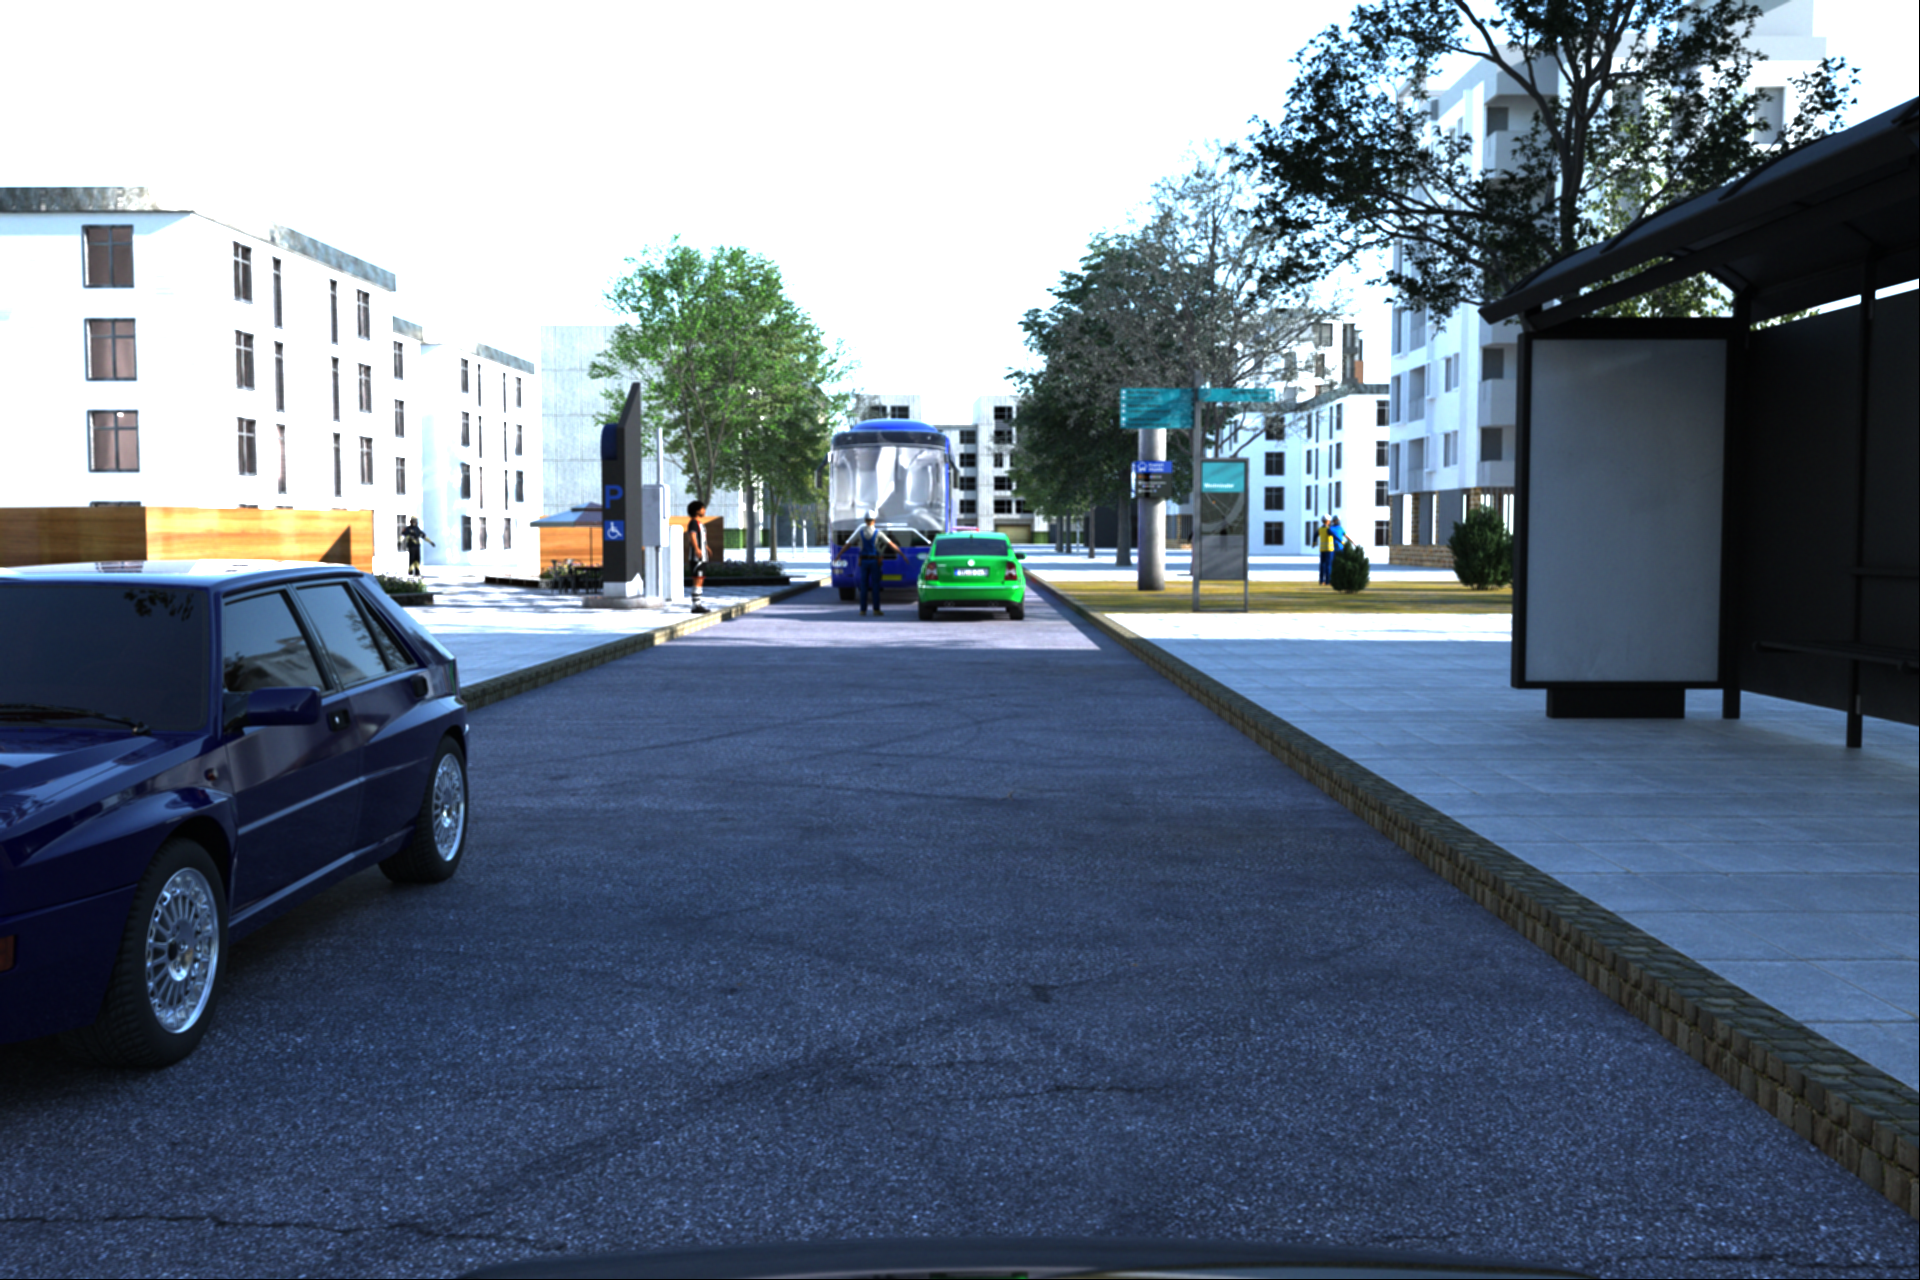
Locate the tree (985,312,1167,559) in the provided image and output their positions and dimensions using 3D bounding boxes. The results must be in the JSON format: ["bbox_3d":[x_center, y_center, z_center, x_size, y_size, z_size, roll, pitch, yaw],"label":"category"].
[{"bbox_3d":[6.923,-10.983,89.939,12.009,13.543,11.850,0,3,0],"label":"tree"}]

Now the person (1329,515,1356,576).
[{"bbox_3d":[10.590,-2.602,48.667,1.347,1.817,0.704,-2,4,-32],"label":"person"}]

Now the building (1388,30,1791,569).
[{"bbox_3d":[23.137,-13.149,71.410,16.016,20.090,11.380,0,4,0],"label":"building"}]

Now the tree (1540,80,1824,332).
[{"bbox_3d":[11.729,-4.767,28.311,4.737,8.622,4.395,0,3,0],"label":"tree"}]

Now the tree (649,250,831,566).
[{"bbox_3d":[-8.873,-9.271,69.705,7.486,12.596,7.792,0,3,0],"label":"tree"}]

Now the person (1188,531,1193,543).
[{"bbox_3d":[9.223,-3.707,66.542,0.705,1.837,1.347,-3,5,-42],"label":"person"}]

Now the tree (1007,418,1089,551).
[{"bbox_3d":[7.420,-13.046,131.431,7.486,12.596,7.792,0,3,0],"label":"tree"}]

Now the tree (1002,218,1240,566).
[{"bbox_3d":[6.476,-9.941,69.194,9.857,13.997,8.962,0,3,0],"label":"tree"}]

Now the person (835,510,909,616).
[{"bbox_3d":[-1.574,-1.356,30.490,1.347,1.847,0.705,1,4,10],"label":"person"}]

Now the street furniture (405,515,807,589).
[{"bbox_3d":[-7.607,-2.266,43.898,11.010,1.723,9.812,-2,4,-30],"label":"street furniture"}]

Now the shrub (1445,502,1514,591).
[{"bbox_3d":[11.956,-2.146,39.500,1.690,2.028,1.600,0,3,0],"label":"shrub"}]

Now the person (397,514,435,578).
[{"bbox_3d":[-15.937,-2.741,50.602,0.705,1.856,1.354,2,4,32],"label":"person"}]

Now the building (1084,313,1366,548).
[{"bbox_3d":[26.423,-20.353,176.739,27.936,21.610,32.646,0,4,0],"label":"building"}]

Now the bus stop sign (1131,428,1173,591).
[{"bbox_3d":[4.342,-3.070,39.218,0.837,3.901,0.837,0,4,-1],"label":"bus stop sign"}]

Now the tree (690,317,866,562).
[{"bbox_3d":[-8.608,-9.499,81.071,9.928,11.665,9.643,0,3,0],"label":"tree"}]

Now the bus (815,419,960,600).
[{"bbox_3d":[-1.408,-3.005,40.685,2.896,3.916,12.251,0,4,0],"label":"bus"}]

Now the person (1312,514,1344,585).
[{"bbox_3d":[9.233,-2.260,43.413,0.721,1.772,1.216,-2,4,-30],"label":"person"}]

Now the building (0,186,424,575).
[{"bbox_3d":[-22.694,-6.966,56.046,9.099,9.664,28.070,0,4,1],"label":"building"}]

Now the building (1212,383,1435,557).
[{"bbox_3d":[22.433,-10.300,110.551,9.099,9.664,28.070,0,4,0],"label":"building"}]

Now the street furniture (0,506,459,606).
[{"bbox_3d":[-13.716,-1.358,29.053,11.010,1.723,9.812,2,4,24],"label":"street furniture"}]

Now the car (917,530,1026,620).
[{"bbox_3d":[0.201,-1.314,30.286,1.959,1.807,4.718,0,4,0],"label":"car"}]

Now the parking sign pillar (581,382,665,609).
[{"bbox_3d":[-5.888,-2.552,30.190,1.447,3.967,1.447,0,4,2],"label":"parking sign pillar"}]

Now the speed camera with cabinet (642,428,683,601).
[{"bbox_3d":[-5.769,-2.367,33.033,0.660,3.252,2.038,0,4,2],"label":"speed camera with cabinet"}]

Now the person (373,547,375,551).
[{"bbox_3d":[-13.503,-1.944,38.014,1.346,1.802,0.704,0,4,-1],"label":"person"}]

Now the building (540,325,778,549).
[{"bbox_3d":[-27.116,-18.092,162.260,16.747,18.905,31.486,0,4,0],"label":"building"}]

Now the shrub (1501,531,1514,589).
[{"bbox_3d":[11.036,-1.725,32.624,1.690,2.028,1.600,0,3,0],"label":"shrub"}]

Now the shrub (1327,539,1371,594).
[{"bbox_3d":[8.406,-1.606,37.383,1.383,1.207,1.383,0,3,0],"label":"shrub"}]

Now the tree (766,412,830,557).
[{"bbox_3d":[-8.555,-8.967,96.973,4.360,8.622,3.978,0,3,0],"label":"tree"}]

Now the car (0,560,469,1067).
[{"bbox_3d":[-2.958,0.410,5.876,1.945,1.354,3.894,0,4,0],"label":"car"}]

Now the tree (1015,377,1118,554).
[{"bbox_3d":[7.406,-11.929,113.166,7.486,12.596,7.792,0,3,0],"label":"tree"}]

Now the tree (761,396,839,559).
[{"bbox_3d":[-8.395,-8.521,89.684,4.737,8.622,4.395,0,3,0],"label":"tree"}]

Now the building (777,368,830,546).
[{"bbox_3d":[-24.260,-21.923,189.376,19.493,23.208,18.063,0,4,0],"label":"building"}]

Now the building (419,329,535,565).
[{"bbox_3d":[-25.358,-8.741,85.060,9.099,9.664,28.070,0,4,1],"label":"building"}]

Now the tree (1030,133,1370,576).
[{"bbox_3d":[7.385,-8.708,52.745,12.009,13.543,11.850,0,3,0],"label":"tree"}]

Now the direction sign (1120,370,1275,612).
[{"bbox_3d":[3.881,-2.386,27.768,2.525,3.948,1.411,0,4,-1],"label":"direction sign"}]

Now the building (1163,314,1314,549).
[{"bbox_3d":[23.270,-18.353,156.487,16.016,20.090,11.380,0,4,0],"label":"building"}]

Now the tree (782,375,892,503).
[{"bbox_3d":[-8.445,-13.599,132.716,12.009,13.543,11.850,0,3,0],"label":"tree"}]

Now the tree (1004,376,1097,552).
[{"bbox_3d":[7.026,-12.507,122.616,7.486,12.596,7.792,0,3,0],"label":"tree"}]

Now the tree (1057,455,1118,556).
[{"bbox_3d":[6.622,-9.176,100.390,4.360,8.622,3.978,0,3,0],"label":"tree"}]

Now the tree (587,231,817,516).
[{"bbox_3d":[-8.707,-8.137,58.792,9.928,11.665,9.643,0,3,0],"label":"tree"}]

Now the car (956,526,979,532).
[{"bbox_3d":[0.164,-4.770,86.663,2.281,1.827,5.304,0,4,-1],"label":"car"}]

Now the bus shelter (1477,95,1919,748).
[{"bbox_3d":[4.635,-0.953,9.506,2.014,3.302,5.546,0,4,0],"label":"bus shelter"}]

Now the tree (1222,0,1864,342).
[{"bbox_3d":[6.266,-5.186,19.210,7.601,10.594,8.767,-2,4,-26],"label":"tree"}]

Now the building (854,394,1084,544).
[{"bbox_3d":[2.058,-21.813,225.560,31.486,18.905,16.747,0,4,-4],"label":"building"}]

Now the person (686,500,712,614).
[{"bbox_3d":[-4.220,-1.341,28.064,0.704,1.843,1.345,0,4,-1],"label":"person"}]

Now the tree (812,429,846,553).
[{"bbox_3d":[-8.600,-10.015,114.107,4.737,8.622,4.395,0,3,0],"label":"tree"}]
